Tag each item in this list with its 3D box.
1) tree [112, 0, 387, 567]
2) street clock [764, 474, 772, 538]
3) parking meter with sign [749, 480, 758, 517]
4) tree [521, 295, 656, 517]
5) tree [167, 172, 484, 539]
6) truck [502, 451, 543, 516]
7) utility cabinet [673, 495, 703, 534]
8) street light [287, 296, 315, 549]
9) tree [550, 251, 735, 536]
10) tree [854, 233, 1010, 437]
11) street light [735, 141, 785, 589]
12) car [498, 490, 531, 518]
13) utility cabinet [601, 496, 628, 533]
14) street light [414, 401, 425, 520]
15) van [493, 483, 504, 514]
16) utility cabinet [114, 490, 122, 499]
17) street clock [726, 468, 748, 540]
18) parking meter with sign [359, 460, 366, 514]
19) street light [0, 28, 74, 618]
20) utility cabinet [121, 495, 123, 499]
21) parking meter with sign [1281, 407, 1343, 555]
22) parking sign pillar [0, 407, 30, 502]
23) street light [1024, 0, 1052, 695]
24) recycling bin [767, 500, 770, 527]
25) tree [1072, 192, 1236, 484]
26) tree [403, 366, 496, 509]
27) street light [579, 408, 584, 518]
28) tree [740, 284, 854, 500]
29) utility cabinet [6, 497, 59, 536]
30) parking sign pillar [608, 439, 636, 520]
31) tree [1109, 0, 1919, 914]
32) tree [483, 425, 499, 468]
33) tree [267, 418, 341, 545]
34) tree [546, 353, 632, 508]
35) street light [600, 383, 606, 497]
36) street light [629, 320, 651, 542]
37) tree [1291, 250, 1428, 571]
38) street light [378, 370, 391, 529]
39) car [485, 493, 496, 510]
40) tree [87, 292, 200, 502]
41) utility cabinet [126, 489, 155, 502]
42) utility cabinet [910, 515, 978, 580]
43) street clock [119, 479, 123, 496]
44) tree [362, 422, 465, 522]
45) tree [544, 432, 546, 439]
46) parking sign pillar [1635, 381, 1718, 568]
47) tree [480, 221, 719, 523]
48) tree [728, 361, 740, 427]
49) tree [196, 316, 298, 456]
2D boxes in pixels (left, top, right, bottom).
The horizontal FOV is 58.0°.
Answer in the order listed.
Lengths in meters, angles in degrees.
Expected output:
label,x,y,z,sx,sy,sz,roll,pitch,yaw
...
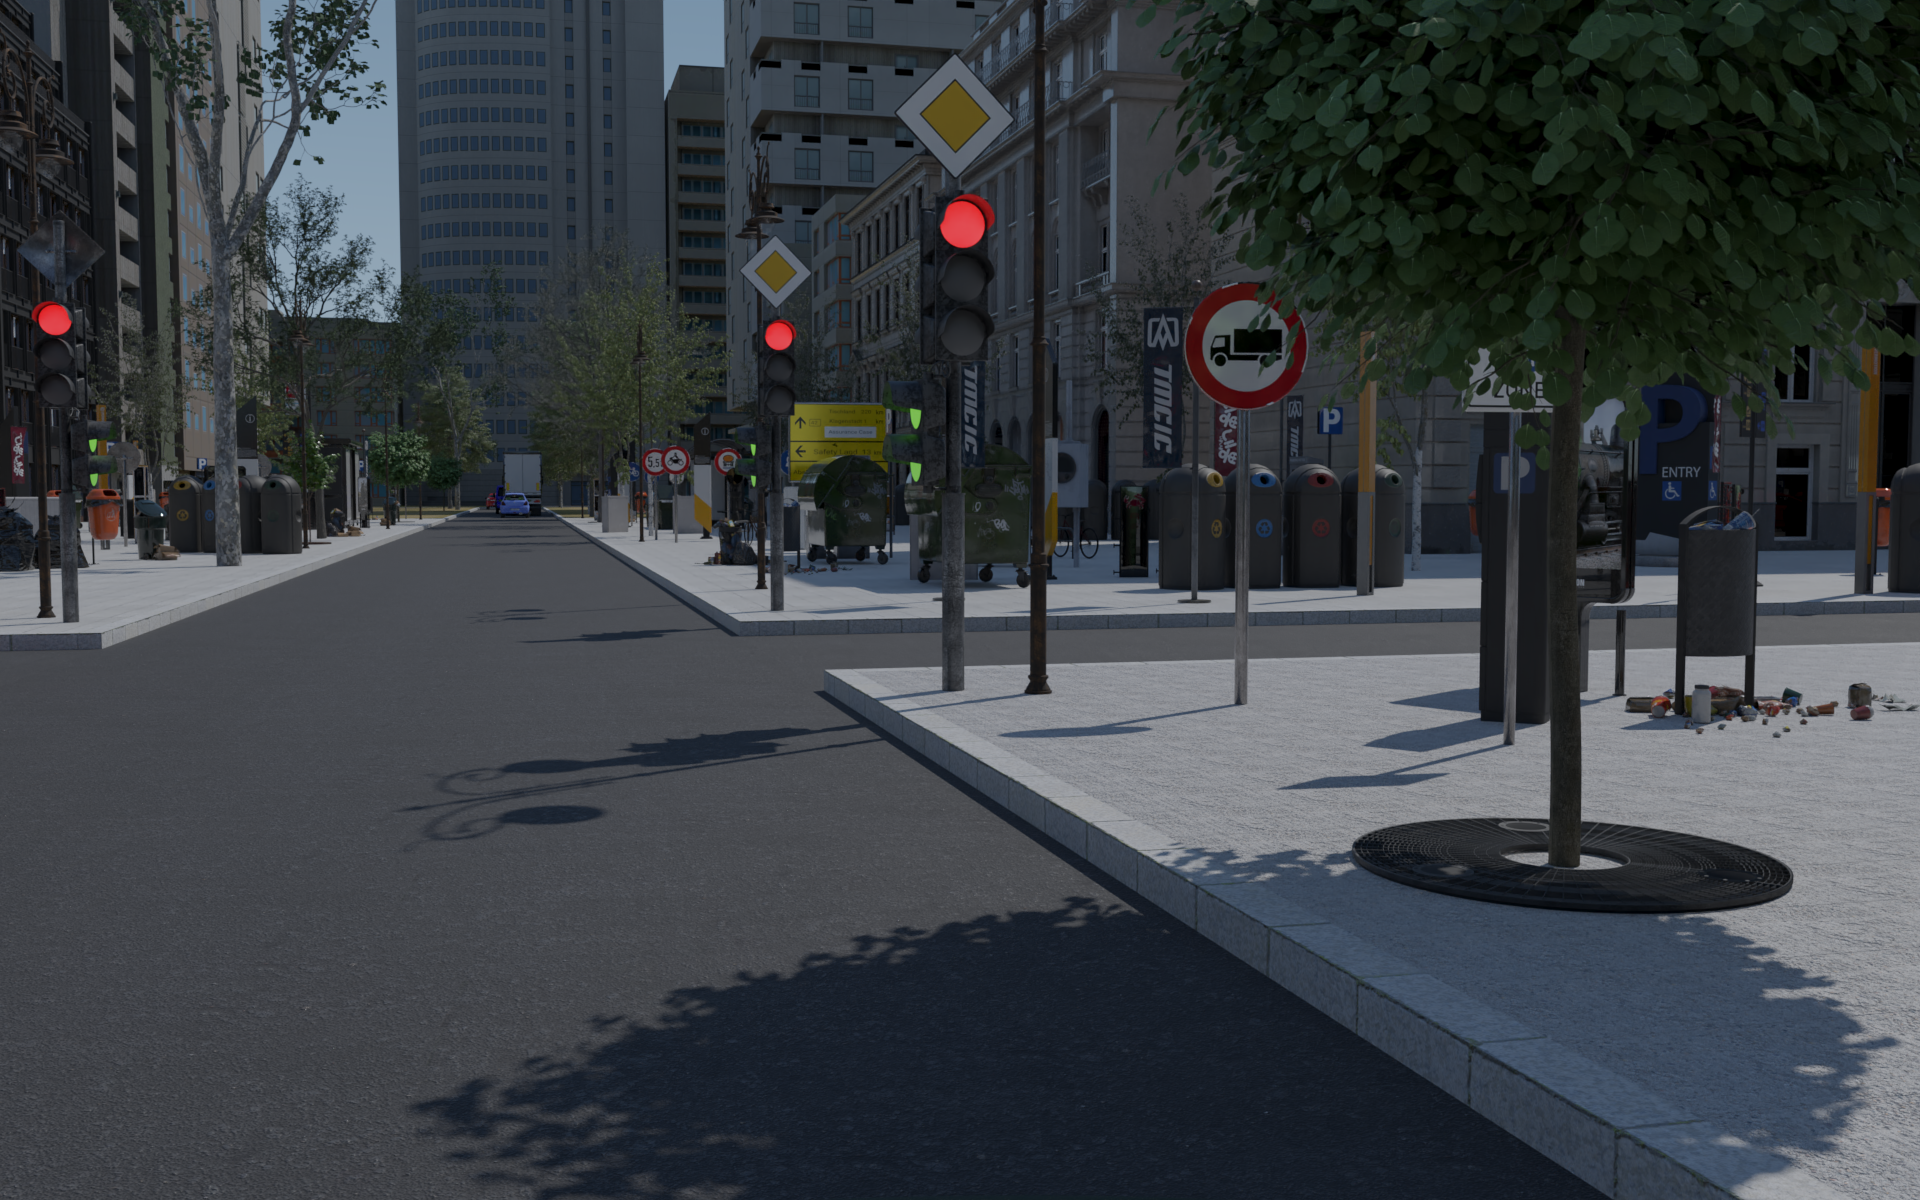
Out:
label,x,y,z,sx,sy,sz,roll,pitch,yaw
tree,-11.537,-10.664,30.241,12.611,20.169,13.585,0,3,0
street clock,-5.691,-2.794,50.257,0.471,2.002,0.358,-1,4,-10
parking meter with sign,-11.011,-5.932,93.250,0.543,3.016,1.738,-3,5,-43
tree,-20.427,-10.967,97.433,7.486,12.596,7.792,0,3,0
tree,-18.387,-7.053,49.723,8.767,10.594,7.601,-1,4,-15
truck,-29.725,-7.880,117.743,2.839,4.237,11.283,-1,4,-14
utility cabinet,-8.781,-2.753,56.173,1.020,1.237,0.306,0,4,2
street light,-15.390,-4.146,40.571,0.468,5.910,1.993,-1,4,-14
tree,-9.274,-6.253,52.607,4.737,8.622,4.395,0,3,0
tree,-0.757,-6.001,48.478,4.360,8.622,3.978,0,3,0
street light,-2.678,-3.082,23.185,0.468,5.910,1.993,-1,4,-14
car,-26.936,-5.824,104.809,1.945,1.707,3.694,-1,4,-14
utility cabinet,-11.544,-2.861,57.945,0.306,1.237,1.020,2,4,30
street light,-26.881,-6.933,86.149,0.468,5.910,1.993,-1,4,-14
van,-32.744,-7.417,125.656,2.240,2.365,5.245,-1,4,-15
utility cabinet,-41.559,-4.723,85.899,1.173,1.500,0.318,3,4,38
street clock,-6.157,-2.626,47.503,0.471,2.002,0.358,0,4,2
parking meter with sign,-30.882,-5.653,88.694,0.543,3.016,1.738,0,4,-2
street light,-9.489,-2.753,17.807,0.468,5.910,1.993,-1,4,-14
utility cabinet,-39.355,-4.363,82.497,1.020,1.237,0.306,-1,4,-16
parking meter with sign,7.103,-2.397,35.453,0.543,3.016,1.738,-1,4,-21
parking sign pillar,-29.524,-4.002,53.911,1.447,3.967,1.447,2,4,35
street light,0.503,-2.336,10.981,0.468,5.910,1.993,-1,4,-14
recycling bin,-7.490,-3.438,68.773,0.722,1.027,0.722,0,4,6
tree,4.950,-5.579,41.581,4.360,8.622,3.978,0,3,0
tree,-44.730,-14.303,151.981,7.486,12.596,7.792,0,3,0
street light,-19.920,-7.245,91.244,0.468,5.910,1.993,-1,4,-14
tree,-5.244,-6.787,61.334,4.360,8.622,3.978,0,3,0
utility cabinet,-19.520,-1.551,36.517,1.020,1.237,0.306,-2,4,-30
parking sign pillar,-16.492,-5.869,84.428,1.447,3.967,1.447,-3,4,-36
tree,2.163,-1.357,5.904,4.285,4.588,4.351,0,3,0
tree,-47.743,-14.110,165.117,8.767,10.594,7.601,0,4,5
tree,-16.503,-3.026,44.070,1.663,3.219,1.824,0,3,0
tree,-18.646,-8.430,88.187,4.360,8.622,3.978,0,3,0
street light,-14.183,-5.871,68.784,0.468,5.910,1.993,-1,4,-14
street light,-8.540,-4.497,46.306,0.468,5.910,1.993,-1,4,-14
tree,7.407,-4.797,28.796,4.737,8.622,4.395,0,3,0
street light,-20.894,-5.523,63.084,0.468,5.910,1.993,-1,4,-14
car,-42.748,-9.218,159.748,2.155,1.783,4.494,-1,4,-14
tree,-29.551,-6.886,62.955,4.360,8.622,3.978,0,3,0
utility cabinet,-36.208,-4.150,76.524,1.173,1.500,0.318,-1,4,-20
utility cabinet,-0.243,-0.907,25.986,1.020,1.237,0.306,0,4,-2
street clock,-40.790,-4.881,84.367,0.358,2.002,0.471,-1,4,-20
tree,-25.548,-5.815,78.790,4.285,4.588,4.351,0,3,0
tree,-36.148,-12.687,157.787,4.360,8.622,3.978,0,3,0
parking sign pillar,12.748,-2.588,30.779,1.447,3.967,1.447,-3,5,-43
tree,-15.963,-10.212,77.333,12.009,13.543,11.850,0,3,0
tree,-8.980,-8.120,83.127,4.360,8.622,3.978,0,3,0
tree,-29.713,-7.487,72.770,4.737,8.622,4.395,0,3,0
